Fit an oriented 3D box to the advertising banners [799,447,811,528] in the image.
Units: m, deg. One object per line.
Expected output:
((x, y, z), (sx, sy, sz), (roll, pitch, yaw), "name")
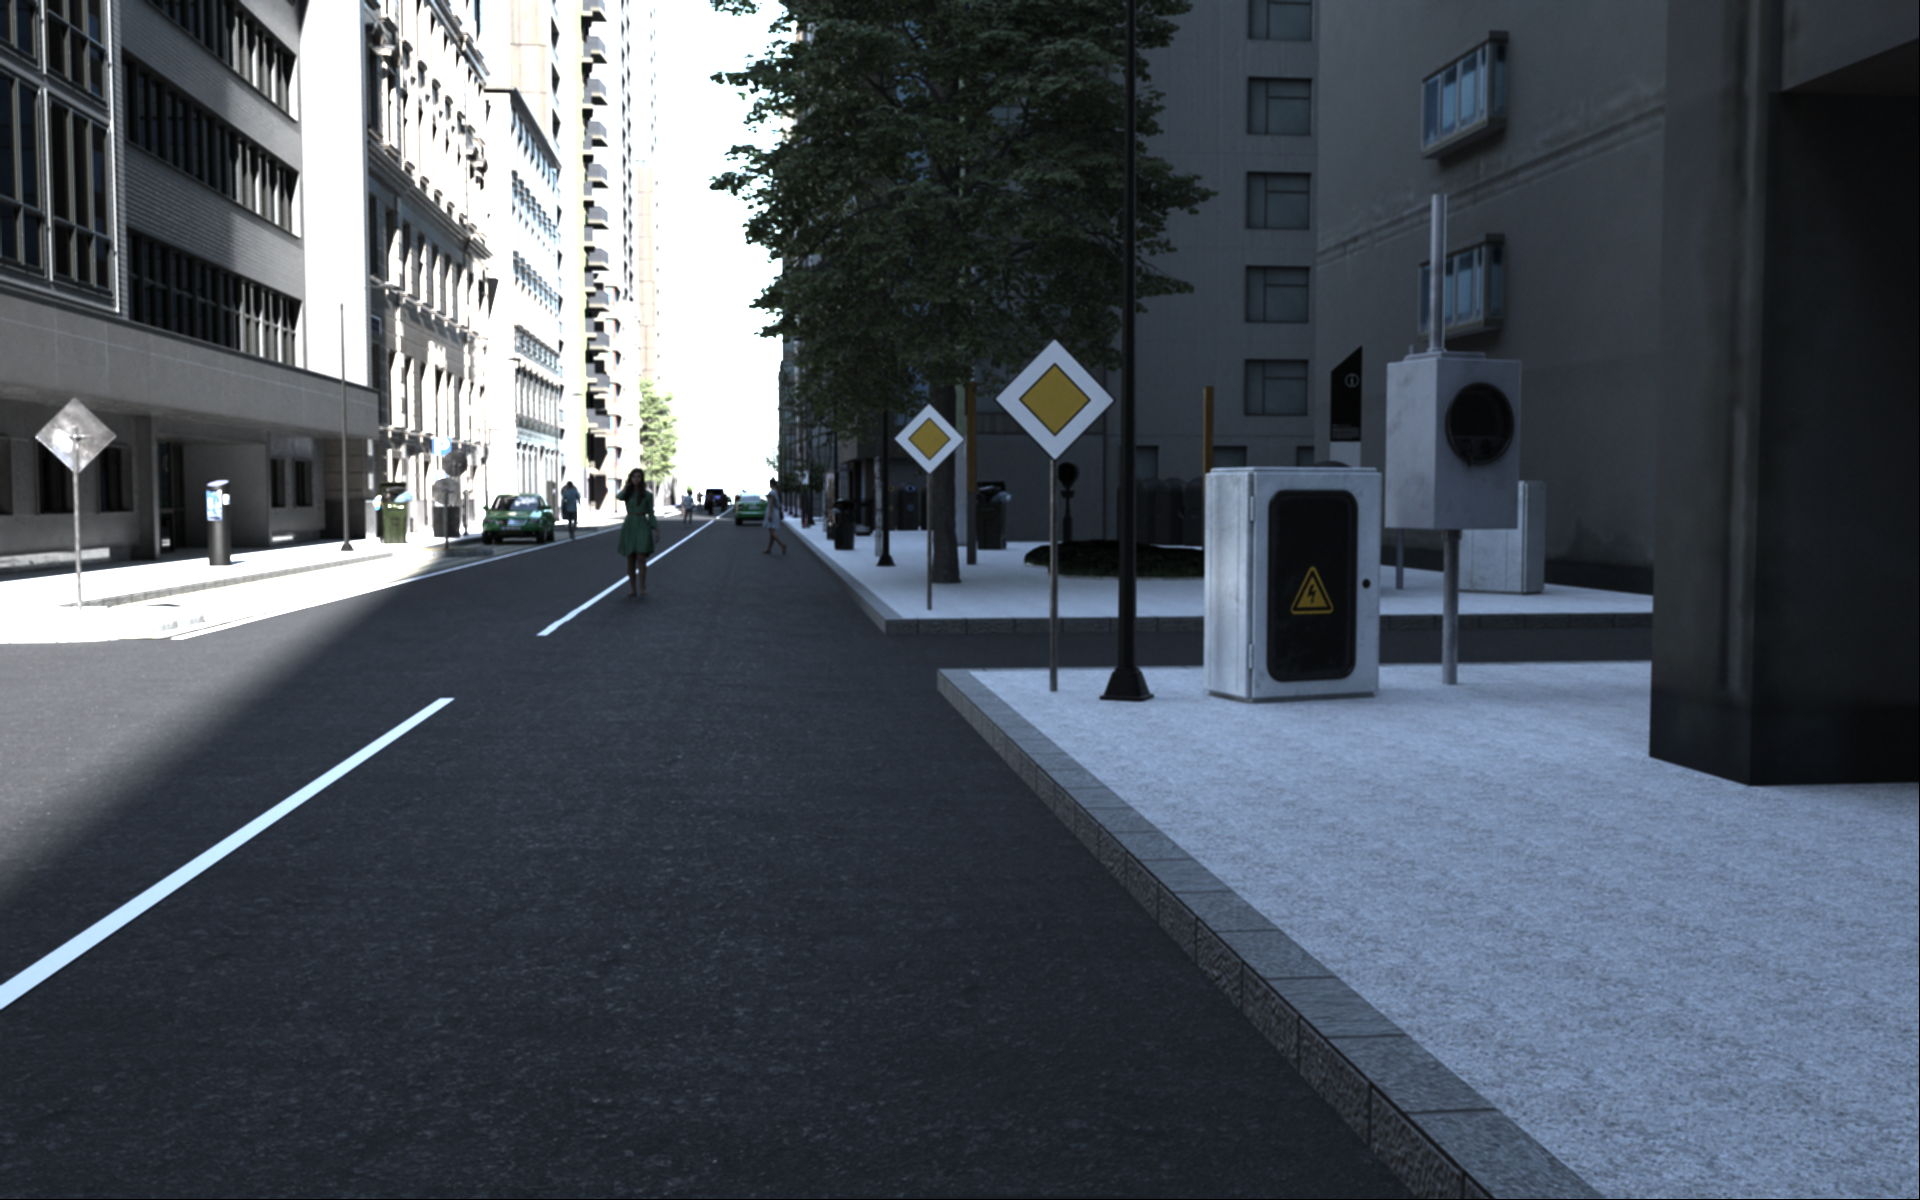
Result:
((-5.844, -4.211, 65.043), (0.090, 3.025, 2.074), (0, 4, 7), "advertising banners")

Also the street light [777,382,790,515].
((-6.723, -6.076, 71.885), (1.470, 5.913, 1.316), (0, 4, -7), "street light")

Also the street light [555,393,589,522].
((-18.010, -6.556, 79.737), (1.470, 5.913, 1.316), (0, 4, -7), "street light")

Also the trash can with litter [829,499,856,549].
((-2.751, -1.758, 40.137), (0.624, 1.170, 1.055), (-1, 4, -9), "trash can with litter")

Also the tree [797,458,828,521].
((-6.881, -5.437, 83.489), (1.663, 3.219, 1.824), (0, 3, 0), "tree")

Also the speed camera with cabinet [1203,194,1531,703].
((2.598, -1.026, 11.114), (2.038, 3.252, 0.660), (-1, 4, -22), "speed camera with cabinet")

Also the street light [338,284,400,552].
((-13.093, -4.028, 38.393), (1.470, 5.913, 1.316), (0, 4, -7), "street light")

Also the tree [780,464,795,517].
((-8.938, -6.169, 95.468), (1.663, 3.219, 1.824), (0, 3, 0), "tree")

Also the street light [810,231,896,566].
((-1.862, -3.558, 30.723), (1.470, 5.913, 1.316), (0, 4, -7), "street light")

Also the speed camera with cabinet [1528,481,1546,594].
((6.645, -1.741, 22.800), (2.038, 3.252, 0.660), (3, 5, 45), "speed camera with cabinet")

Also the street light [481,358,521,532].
((-15.622, -5.289, 59.017), (1.470, 5.913, 1.316), (0, 4, -7), "street light")

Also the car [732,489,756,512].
((-17.226, -8.017, 139.745), (2.281, 1.827, 5.304), (0, 4, -7), "car")

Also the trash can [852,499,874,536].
((-2.993, -2.555, 53.433), (0.748, 1.137, 0.748), (0, 3, 0), "trash can")

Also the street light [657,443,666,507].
((-27.223, -11.220, 155.982), (1.470, 5.913, 1.316), (0, 4, -7), "street light")

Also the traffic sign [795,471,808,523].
((-6.949, -4.530, 76.187), (0.606, 2.300, 0.079), (0, 4, 2), "traffic sign")

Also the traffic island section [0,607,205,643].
((-9.247, 0.252, 18.157), (2.009, 0.180, 2.903), (0, 4, -7), "traffic island section")

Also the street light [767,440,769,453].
((-11.084, -8.272, 107.792), (1.470, 5.913, 1.316), (0, 4, -7), "street light")

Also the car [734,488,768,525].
((-9.611, -4.430, 81.227), (1.959, 1.807, 4.718), (0, 4, -6), "car")

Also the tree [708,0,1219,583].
((0.061, -6.499, 24.392), (7.486, 12.596, 7.792), (0, 3, 0), "tree")

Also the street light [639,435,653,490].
((-24.701, -9.962, 135.412), (1.470, 5.913, 1.316), (0, 4, -7), "street light")

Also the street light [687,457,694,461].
((-34.540, -14.994, 217.685), (1.470, 5.913, 1.316), (0, 4, -7), "street light")

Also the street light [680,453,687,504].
((-32.118, -13.729, 197.002), (1.470, 5.913, 1.316), (0, 4, -7), "street light")

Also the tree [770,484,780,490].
((-14.756, -9.307, 146.764), (1.663, 3.219, 1.824), (0, 3, 0), "tree")

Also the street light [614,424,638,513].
((-22.290, -8.703, 114.828), (1.470, 5.913, 1.316), (0, 4, -7), "street light")

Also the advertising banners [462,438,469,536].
((-15.269, -3.508, 53.551), (0.090, 3.025, 2.074), (-1, 4, -12), "advertising banners")

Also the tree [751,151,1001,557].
((-1.496, -5.190, 35.217), (4.360, 8.622, 3.978), (0, 3, 0), "tree")

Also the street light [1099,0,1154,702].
((0.510, -2.330, 10.639), (1.470, 5.913, 1.316), (0, 4, -7), "street light")

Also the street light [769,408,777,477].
((-9.426, -7.410, 93.696), (1.470, 5.913, 1.316), (0, 4, -7), "street light")

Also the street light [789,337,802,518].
((-4.223, -4.818, 51.312), (1.470, 5.913, 1.316), (0, 4, -7), "street light")

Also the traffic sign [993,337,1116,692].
((0.606, -0.463, 11.206), (0.795, 2.450, 0.064), (0, 4, -7), "traffic sign")

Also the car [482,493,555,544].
((-12.940, -2.571, 50.837), (1.959, 1.807, 4.718), (-1, 4, -8), "car")

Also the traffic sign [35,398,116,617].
((-9.225, -0.884, 18.098), (0.795, 2.450, 0.064), (0, 4, -7), "traffic sign")

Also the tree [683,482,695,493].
((-39.360, -15.678, 250.934), (1.663, 3.219, 1.824), (0, 3, 0), "tree")

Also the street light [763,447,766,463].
((-15.986, -10.790, 148.949), (1.470, 5.913, 1.316), (0, 4, -7), "street light")

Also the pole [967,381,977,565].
((0.214, -2.300, 31.454), (0.158, 3.312, 0.155), (0, 3, 0), "pole")

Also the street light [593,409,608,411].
((-19.858, -7.444, 94.247), (1.470, 5.913, 1.316), (0, 4, -7), "street light")

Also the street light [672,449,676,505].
((-29.575, -12.464, 176.326), (1.470, 5.913, 1.316), (0, 4, -7), "street light")

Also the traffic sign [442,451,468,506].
((-14.859, -3.108, 50.929), (0.768, 2.556, 0.104), (0, 4, 1), "traffic sign")

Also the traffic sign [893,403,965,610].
((-0.341, -0.948, 19.135), (0.795, 2.450, 0.064), (0, 4, -7), "traffic sign")

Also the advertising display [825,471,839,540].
((-3.591, -2.652, 48.575), (0.123, 1.923, 0.974), (-1, 4, -20), "advertising display")

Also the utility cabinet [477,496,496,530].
((-16.898, -3.142, 62.531), (1.020, 1.237, 0.306), (0, 4, 5), "utility cabinet")

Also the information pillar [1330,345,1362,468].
((6.099, -2.202, 27.353), (0.504, 3.616, 0.183), (1, 4, 13), "information pillar")

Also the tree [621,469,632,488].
((-24.869, -8.335, 130.879), (1.663, 3.219, 1.824), (0, 3, 0), "tree")

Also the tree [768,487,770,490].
((-21.642, -12.662, 201.617), (1.663, 3.219, 1.824), (0, 3, 0), "tree")

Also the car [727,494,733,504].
((-33.011, -14.408, 244.365), (1.959, 1.807, 4.718), (-1, 4, -8), "car")
